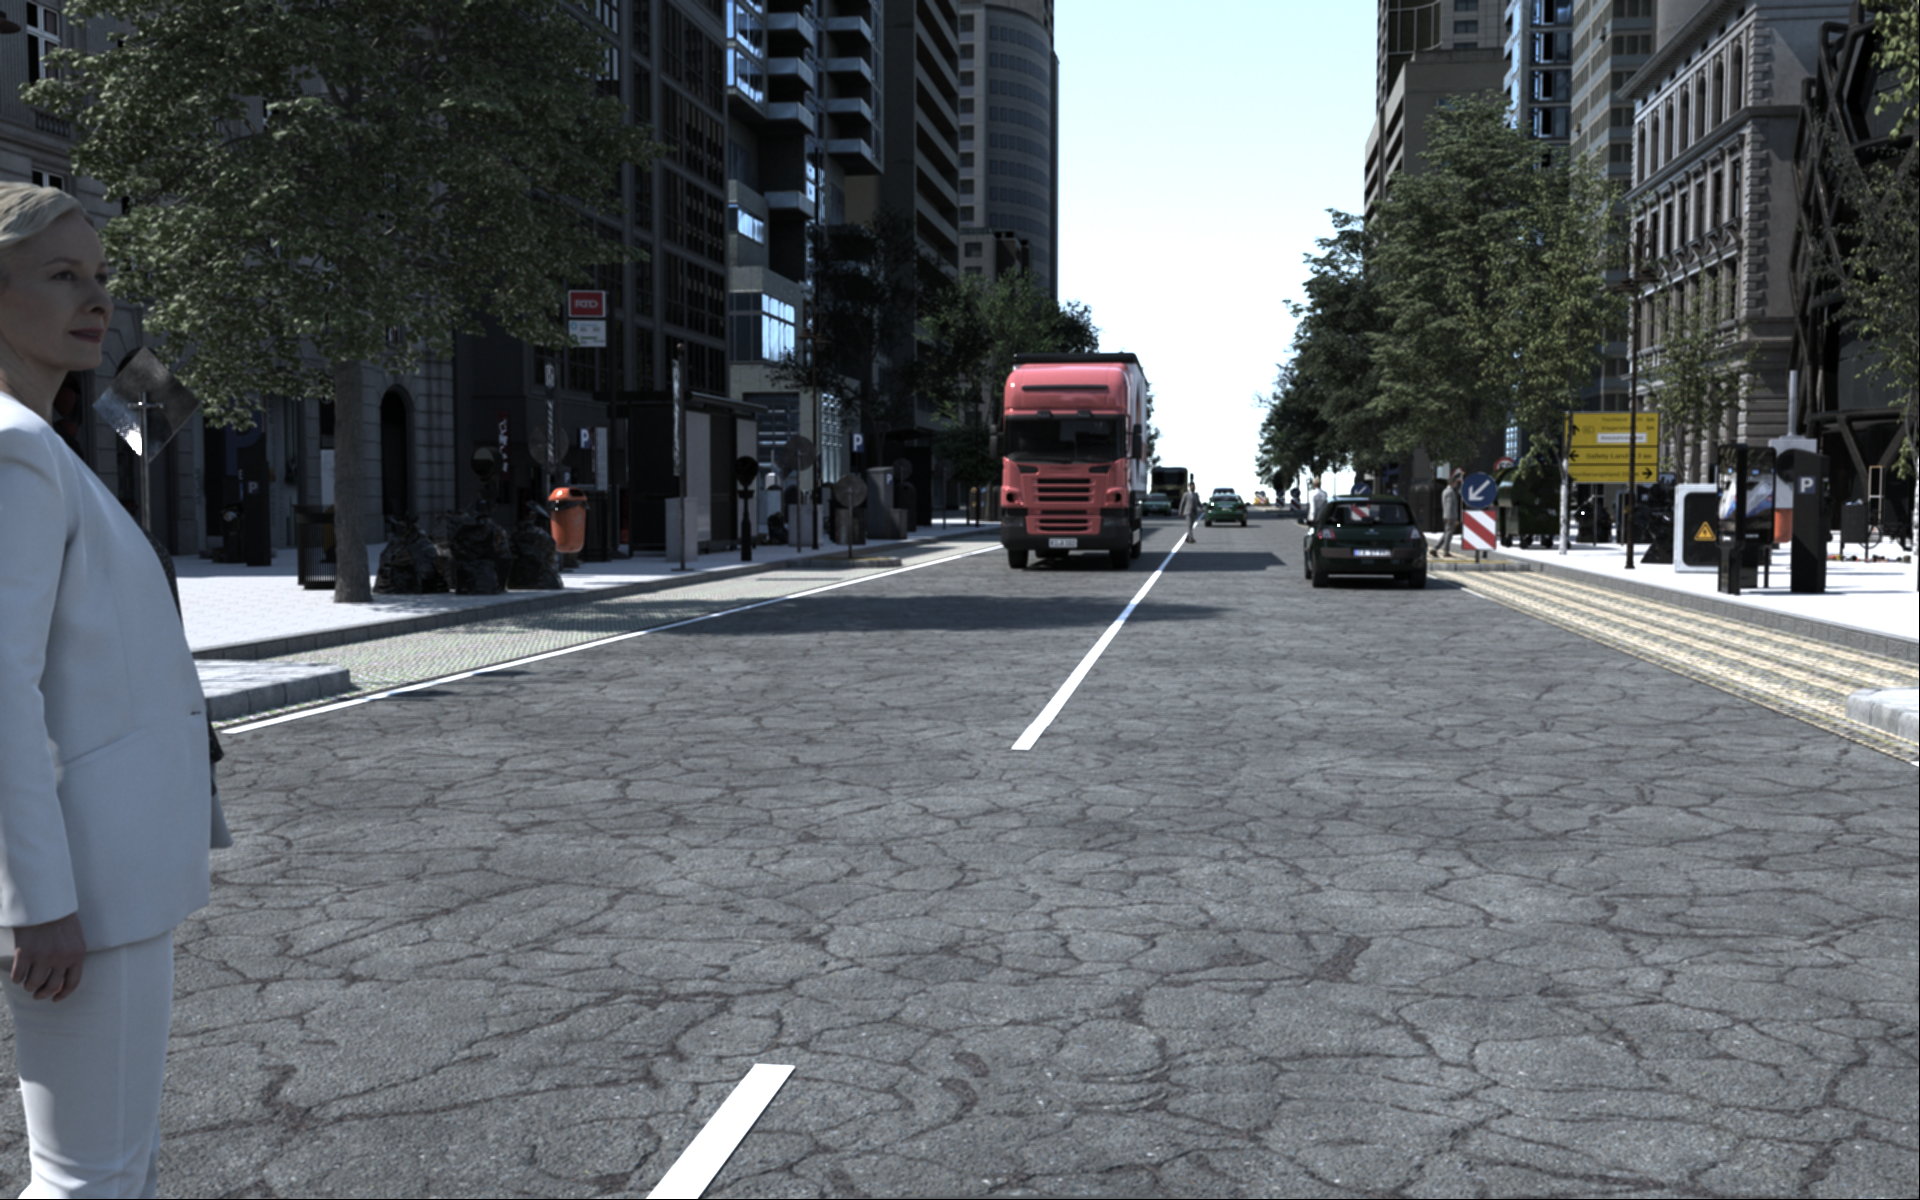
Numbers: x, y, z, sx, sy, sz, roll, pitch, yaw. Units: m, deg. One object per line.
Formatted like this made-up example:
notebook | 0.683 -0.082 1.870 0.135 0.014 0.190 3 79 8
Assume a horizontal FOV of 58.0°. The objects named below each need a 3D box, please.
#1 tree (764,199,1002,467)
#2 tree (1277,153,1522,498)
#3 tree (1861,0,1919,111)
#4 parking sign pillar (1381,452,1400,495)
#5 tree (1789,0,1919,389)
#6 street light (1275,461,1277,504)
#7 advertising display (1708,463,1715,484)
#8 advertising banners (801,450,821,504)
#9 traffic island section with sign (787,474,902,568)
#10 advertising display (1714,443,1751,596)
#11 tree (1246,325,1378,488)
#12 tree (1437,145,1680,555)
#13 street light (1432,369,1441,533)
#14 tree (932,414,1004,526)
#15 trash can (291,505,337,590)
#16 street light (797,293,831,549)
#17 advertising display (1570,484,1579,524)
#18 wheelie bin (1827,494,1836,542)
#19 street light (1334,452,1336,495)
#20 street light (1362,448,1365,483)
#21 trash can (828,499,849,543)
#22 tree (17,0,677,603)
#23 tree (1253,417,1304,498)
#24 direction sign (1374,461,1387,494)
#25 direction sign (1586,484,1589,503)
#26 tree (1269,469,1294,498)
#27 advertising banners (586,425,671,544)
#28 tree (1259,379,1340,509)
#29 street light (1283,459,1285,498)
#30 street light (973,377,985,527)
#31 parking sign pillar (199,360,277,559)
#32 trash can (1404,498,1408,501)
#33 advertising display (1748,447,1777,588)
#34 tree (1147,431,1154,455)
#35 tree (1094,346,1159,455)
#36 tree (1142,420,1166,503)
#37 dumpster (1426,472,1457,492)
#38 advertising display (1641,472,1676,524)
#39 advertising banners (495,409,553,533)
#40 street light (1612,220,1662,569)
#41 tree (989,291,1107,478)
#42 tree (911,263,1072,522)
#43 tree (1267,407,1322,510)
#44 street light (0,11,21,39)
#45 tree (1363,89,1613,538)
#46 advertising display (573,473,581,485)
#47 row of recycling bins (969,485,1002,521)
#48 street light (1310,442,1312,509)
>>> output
tree | -2.307 -7.323 54.145 8.767 10.594 7.601 2 4 30
tree | 17.185 -9.797 66.836 9.857 13.997 8.962 0 3 0
tree | 9.449 -3.939 14.766 4.737 8.622 4.395 0 3 0
parking sign pillar | 20.824 -5.785 83.059 1.447 3.967 1.447 1 4 9
tree | 14.318 -4.549 24.734 4.360 8.622 3.978 0 3 0
street light | 39.231 -14.803 214.820 0.468 5.910 1.993 1 4 8
advertising display | 15.881 -1.909 36.424 0.123 1.923 0.974 2 4 34
advertising banners | -6.046 -4.535 70.332 0.090 3.025 2.074 -2 4 -26
traffic island section with sign | -2.213 -1.563 34.177 1.989 1.847 2.006 1 4 8
advertising display | 9.911 -1.043 22.271 0.123 1.923 0.974 1 4 10
tree | 25.187 -12.912 121.485 12.009 13.543 11.850 0 3 0
tree | 12.540 -5.266 36.462 4.737 8.622 4.395 0 3 0
street light | 15.472 -5.109 56.312 0.468 5.910 1.993 1 4 8
tree | 0.394 -5.280 70.040 4.285 4.588 4.351 0 3 0
trash can | -8.628 -0.718 23.392 0.748 1.137 0.748 0 3 0
street light | -3.355 -4.111 39.995 0.468 5.910 1.993 1 4 8
advertising display | 25.753 -4.182 73.593 0.974 1.923 0.123 1 4 23
wheelie bin | 22.986 -2.357 46.453 0.693 1.594 0.980 0 4 -7
street light | 22.799 -8.105 105.299 0.468 5.910 1.993 1 4 8
street light | 19.489 -6.779 83.623 0.468 5.910 1.993 1 4 8
trash can | -3.143 -2.082 45.702 0.748 1.137 0.748 0 3 0
tree | -6.842 -6.228 19.963 7.486 12.596 7.792 0 3 0
tree | 43.307 -19.211 232.222 7.486 12.596 7.792 0 3 0
direction sign | 18.535 -5.159 76.348 0.876 3.537 0.379 -3 5 -40
direction sign | 24.053 -4.548 66.360 0.379 3.537 0.876 1 4 12
tree | 41.266 -14.605 222.510 4.285 4.588 4.351 0 3 0
advertising banners | -8.477 -2.935 44.181 2.074 3.025 0.090 -2 4 -24
tree | 30.295 -13.601 148.129 9.928 11.665 9.643 0 3 0
street light | 35.114 -13.158 187.921 0.468 5.910 1.993 1 4 8
street light | 0.667 -5.746 66.729 0.468 5.910 1.993 1 4 8
parking sign pillar | -14.460 -2.821 34.600 1.447 3.967 1.447 1 4 17
trash can | 16.611 -3.207 64.087 0.748 1.137 0.748 0 3 0
advertising display | 10.715 -1.123 23.575 0.974 1.923 0.123 -2 4 -27
tree | 16.146 -15.352 176.762 9.928 11.665 9.643 0 3 0
tree | 12.357 -14.822 149.002 9.857 13.997 8.962 0 3 0
tree | 14.495 -13.791 159.901 8.767 10.594 7.601 0 4 -6
dumpster | 21.387 -4.581 77.391 1.502 2.255 1.985 1 4 8
advertising display | 20.860 -2.847 51.770 0.974 1.923 0.123 1 4 15
advertising banners | -9.186 -2.469 36.548 0.090 3.025 2.074 1 4 20
street light | 11.505 -3.473 29.570 0.468 5.910 1.993 1 4 8
tree | 5.415 -11.062 97.877 9.611 12.733 9.660 0 3 0
tree | 1.332 -9.380 79.110 9.928 11.665 9.643 0 3 0
tree | 27.805 -11.546 139.139 4.360 8.622 3.978 0 3 0
street light | -7.450 -2.427 12.464 0.468 5.910 1.993 1 4 8
tree | 14.978 -8.023 49.298 7.486 12.596 7.792 0 3 0
advertising display | -11.684 -2.915 52.882 0.123 1.923 0.974 0 4 -6
row of recycling bins | 1.581 -4.678 83.591 1.069 1.692 3.534 -2 4 -30
street light | 26.783 -9.740 132.038 0.468 5.910 1.993 1 4 8
